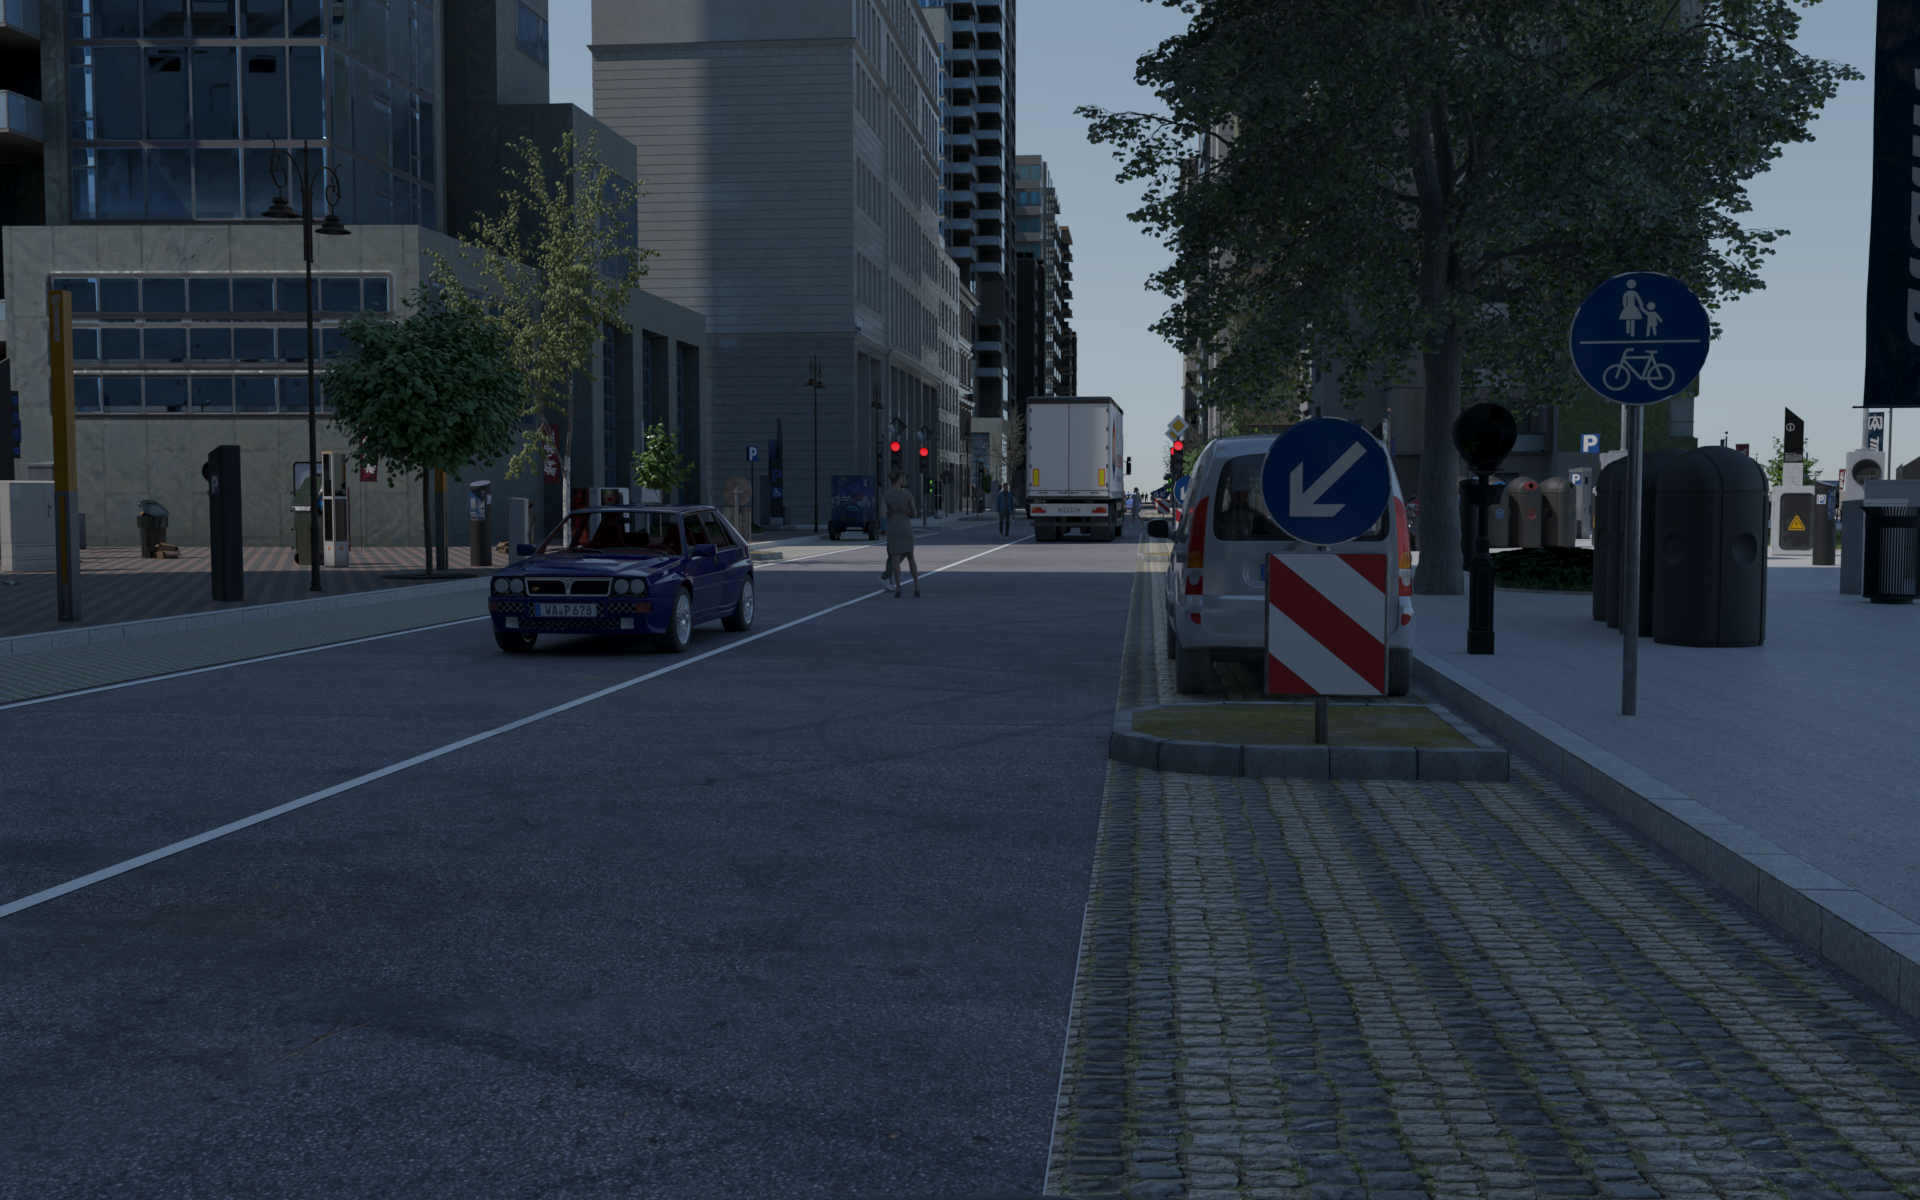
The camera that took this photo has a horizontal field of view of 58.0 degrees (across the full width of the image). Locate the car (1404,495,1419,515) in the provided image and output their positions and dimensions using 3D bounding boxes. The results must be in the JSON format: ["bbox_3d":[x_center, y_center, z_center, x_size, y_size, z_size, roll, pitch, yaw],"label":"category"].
[{"bbox_3d":[18.733,-3.417,64.907,4.494,1.783,2.155,0,4,6],"label":"car"}]

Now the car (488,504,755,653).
[{"bbox_3d":[-3.200,-0.265,16.914,1.945,1.354,3.894,0,4,6],"label":"car"}]

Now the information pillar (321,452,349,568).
[{"bbox_3d":[-10.870,-1.569,30.147,0.304,2.012,0.304,2,4,34],"label":"information pillar"}]

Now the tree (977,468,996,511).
[{"bbox_3d":[2.003,-8.280,129.983,1.663,3.219,1.824,0,3,0],"label":"tree"}]

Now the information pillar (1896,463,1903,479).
[{"bbox_3d":[70.988,-8.537,130.931,0.504,3.616,0.183,0,4,-2],"label":"information pillar"}]

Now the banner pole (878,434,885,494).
[{"bbox_3d":[-3.297,-5.055,72.666,0.401,3.779,0.863,-2,4,-24],"label":"banner pole"}]

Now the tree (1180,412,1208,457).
[{"bbox_3d":[20.985,-12.455,153.999,4.360,8.622,3.978,0,3,0],"label":"tree"}]

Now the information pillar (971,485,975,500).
[{"bbox_3d":[1.051,-8.540,144.126,0.304,2.012,0.304,0,4,-3],"label":"information pillar"}]

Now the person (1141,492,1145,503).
[{"bbox_3d":[28.921,-16.158,273.210,0.750,1.759,0.617,-3,5,-44],"label":"person"}]

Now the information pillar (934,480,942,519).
[{"bbox_3d":[-1.125,-5.193,89.392,0.304,2.012,0.304,-3,5,-41],"label":"information pillar"}]

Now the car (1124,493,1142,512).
[{"bbox_3d":[13.669,-7.938,139.377,1.945,1.707,3.694,0,4,5],"label":"car"}]

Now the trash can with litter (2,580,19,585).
[{"bbox_3d":[-13.776,-0.776,23.748,1.678,1.210,2.233,1,4,19],"label":"trash can with litter"}]

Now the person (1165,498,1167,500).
[{"bbox_3d":[14.726,-7.057,124.158,0.850,1.792,0.678,0,4,2],"label":"person"}]

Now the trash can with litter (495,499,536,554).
[{"bbox_3d":[-9.547,-1.568,37.024,1.055,1.170,0.624,3,4,38],"label":"trash can with litter"}]

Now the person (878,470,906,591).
[{"bbox_3d":[-1.002,-1.014,25.416,0.444,1.785,0.601,-1,4,-10],"label":"person"}]

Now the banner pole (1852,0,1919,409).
[{"bbox_3d":[3.613,-0.983,6.092,0.863,3.779,0.401,1,4,11],"label":"banner pole"}]

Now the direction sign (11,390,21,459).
[{"bbox_3d":[-20.776,-2.794,37.687,0.379,3.537,0.876,1,4,13],"label":"direction sign"}]

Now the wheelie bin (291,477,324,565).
[{"bbox_3d":[-11.696,-1.443,31.505,0.980,1.594,0.693,2,4,32],"label":"wheelie bin"}]

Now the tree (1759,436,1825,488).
[{"bbox_3d":[23.810,-3.372,49.732,1.663,3.219,1.824,0,3,0],"label":"tree"}]

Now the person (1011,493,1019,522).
[{"bbox_3d":[2.712,-4.732,88.458,0.523,1.515,0.503,-3,5,-43],"label":"person"}]

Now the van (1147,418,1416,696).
[{"bbox_3d":[2.489,-0.406,13.654,2.013,2.044,4.112,0,4,5],"label":"van"}]

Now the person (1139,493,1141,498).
[{"bbox_3d":[28.766,-16.539,278.935,0.705,1.821,1.348,3,5,39],"label":"person"}]

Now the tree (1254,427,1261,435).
[{"bbox_3d":[8.578,-3.394,50.099,1.663,3.219,1.824,0,3,0],"label":"tree"}]

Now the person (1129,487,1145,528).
[{"bbox_3d":[7.459,-3.903,73.059,0.760,1.731,0.466,-2,4,-35],"label":"person"}]

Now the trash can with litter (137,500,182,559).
[{"bbox_3d":[-15.917,-1.416,34.543,1.055,1.170,0.624,2,4,34],"label":"trash can with litter"}]

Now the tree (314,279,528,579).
[{"bbox_3d":[-8.214,-2.629,26.691,4.285,4.588,4.351,0,3,0],"label":"tree"}]

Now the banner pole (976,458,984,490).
[{"bbox_3d":[1.309,-7.896,119.119,0.863,3.779,0.401,3,5,40],"label":"banner pole"}]

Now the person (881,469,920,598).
[{"bbox_3d":[-0.826,-0.929,24.035,0.599,1.781,0.374,-1,4,-15],"label":"person"}]

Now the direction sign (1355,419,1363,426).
[{"bbox_3d":[12.093,-3.705,52.575,0.379,3.537,0.876,0,4,-2],"label":"direction sign"}]

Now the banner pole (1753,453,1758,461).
[{"bbox_3d":[48.694,-7.116,106.366,0.863,3.779,0.401,-1,4,-13],"label":"banner pole"}]

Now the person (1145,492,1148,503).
[{"bbox_3d":[28.644,-15.685,265.864,0.541,1.710,0.530,1,4,20],"label":"person"}]

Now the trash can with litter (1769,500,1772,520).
[{"bbox_3d":[39.938,-4.518,85.249,1.055,1.170,0.624,2,4,25],"label":"trash can with litter"}]

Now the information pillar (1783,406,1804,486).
[{"bbox_3d":[22.182,-3.352,46.161,0.504,3.616,0.183,1,4,18],"label":"information pillar"}]

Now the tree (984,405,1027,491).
[{"bbox_3d":[3.984,-11.795,143.212,4.360,8.622,3.978,0,3,0],"label":"tree"}]

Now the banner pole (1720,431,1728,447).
[{"bbox_3d":[30.498,-4.844,69.218,0.401,3.779,0.863,0,4,3],"label":"banner pole"}]

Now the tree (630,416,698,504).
[{"bbox_3d":[-7.252,-2.941,42.684,1.663,3.219,1.824,0,3,0],"label":"tree"}]

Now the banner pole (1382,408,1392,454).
[{"bbox_3d":[12.432,-3.700,50.515,0.401,3.779,0.863,2,4,32],"label":"banner pole"}]

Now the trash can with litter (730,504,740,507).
[{"bbox_3d":[-7.850,-2.878,58.115,1.678,1.210,2.233,2,4,27],"label":"trash can with litter"}]

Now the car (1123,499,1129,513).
[{"bbox_3d":[11.989,-7.488,134.221,2.131,1.459,4.920,0,4,7],"label":"car"}]

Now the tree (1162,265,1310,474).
[{"bbox_3d":[9.239,-6.400,54.995,4.737,8.622,4.395,0,3,0],"label":"tree"}]

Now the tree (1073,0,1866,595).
[{"bbox_3d":[6.275,-7.048,21.898,9.857,13.997,8.962,0,3,0],"label":"tree"}]

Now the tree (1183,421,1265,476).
[{"bbox_3d":[12.284,-5.680,76.583,4.285,4.588,4.351,0,3,0],"label":"tree"}]

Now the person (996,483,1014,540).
[{"bbox_3d":[1.409,-2.776,54.235,0.601,1.785,0.444,0,4,-5],"label":"person"}]

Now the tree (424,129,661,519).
[{"bbox_3d":[-8.098,-5.144,34.466,4.737,8.622,4.395,0,3,0],"label":"tree"}]
